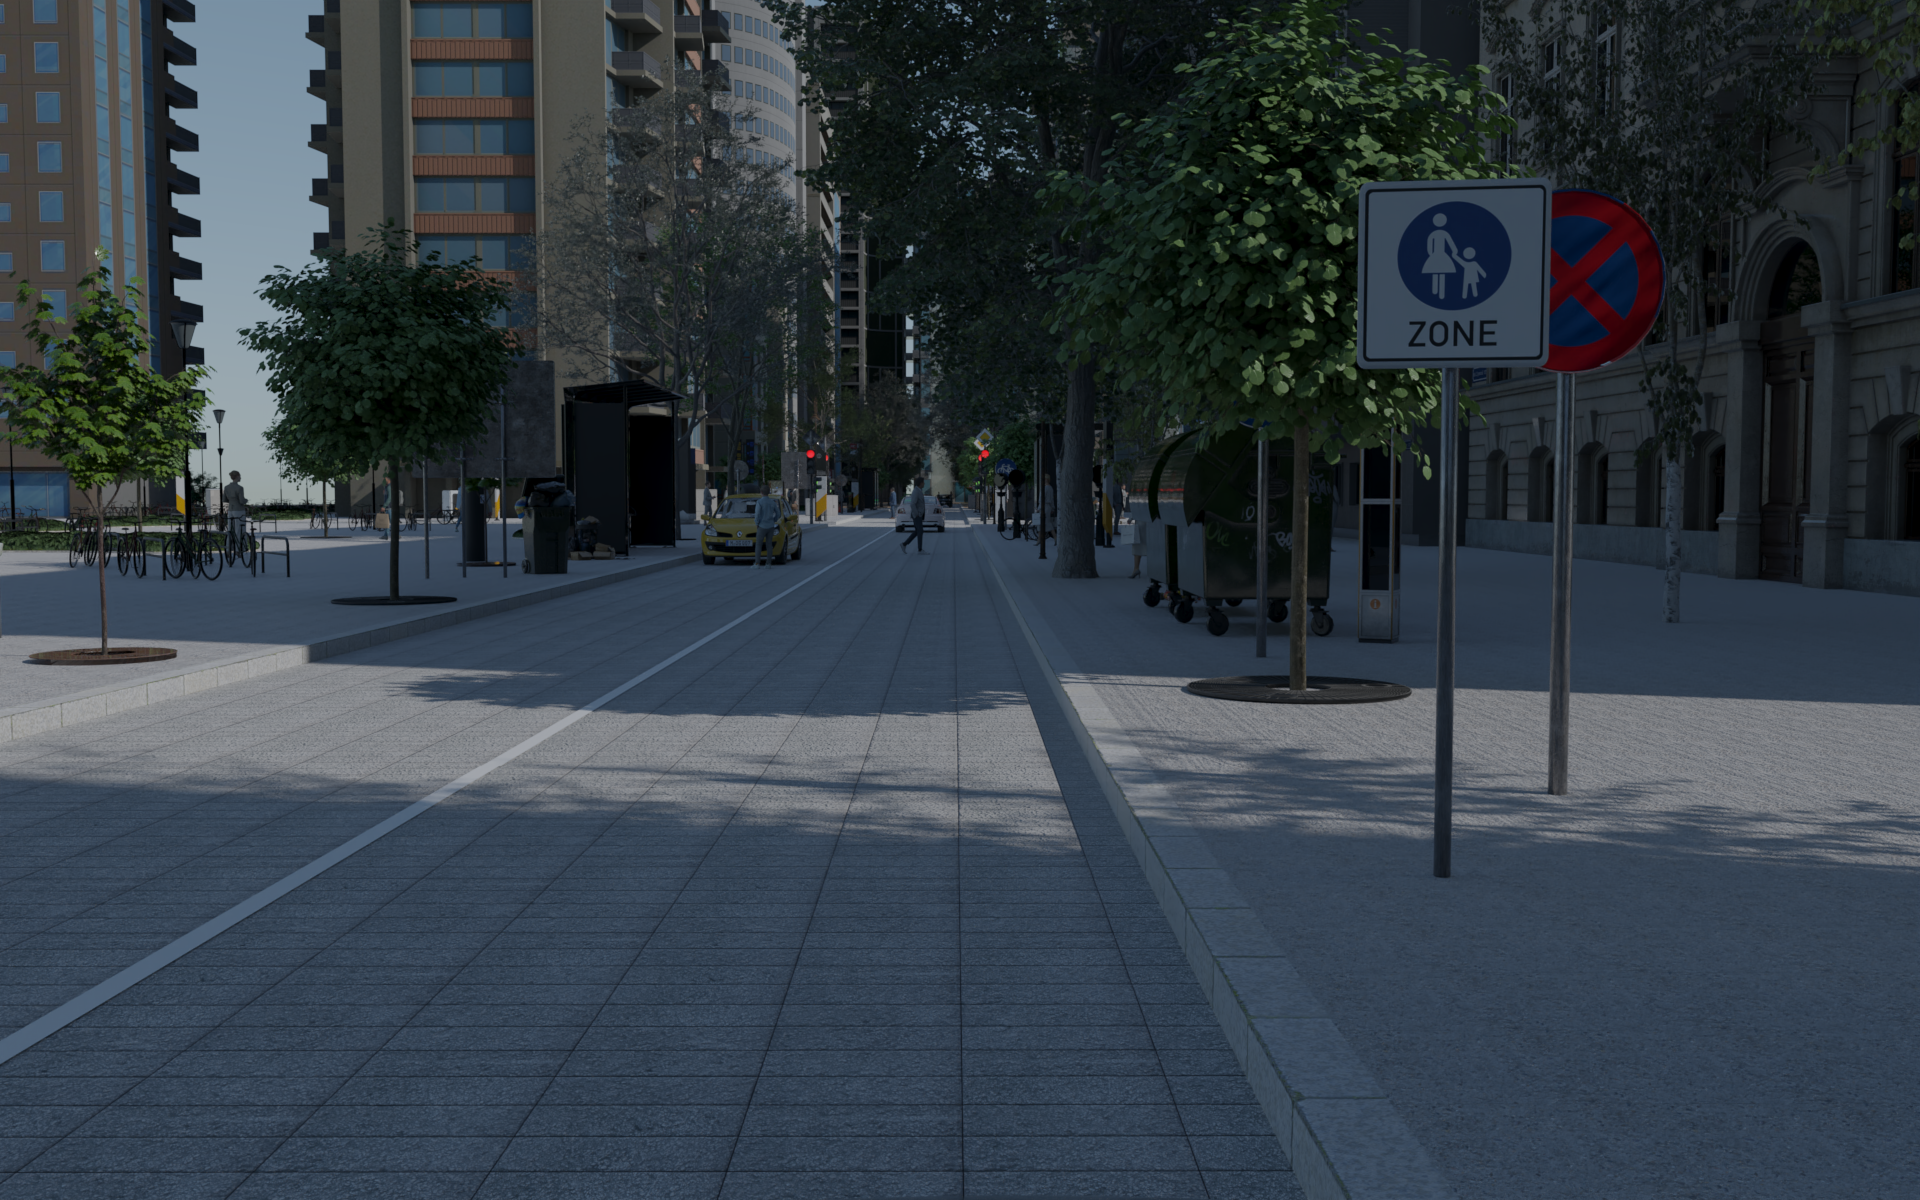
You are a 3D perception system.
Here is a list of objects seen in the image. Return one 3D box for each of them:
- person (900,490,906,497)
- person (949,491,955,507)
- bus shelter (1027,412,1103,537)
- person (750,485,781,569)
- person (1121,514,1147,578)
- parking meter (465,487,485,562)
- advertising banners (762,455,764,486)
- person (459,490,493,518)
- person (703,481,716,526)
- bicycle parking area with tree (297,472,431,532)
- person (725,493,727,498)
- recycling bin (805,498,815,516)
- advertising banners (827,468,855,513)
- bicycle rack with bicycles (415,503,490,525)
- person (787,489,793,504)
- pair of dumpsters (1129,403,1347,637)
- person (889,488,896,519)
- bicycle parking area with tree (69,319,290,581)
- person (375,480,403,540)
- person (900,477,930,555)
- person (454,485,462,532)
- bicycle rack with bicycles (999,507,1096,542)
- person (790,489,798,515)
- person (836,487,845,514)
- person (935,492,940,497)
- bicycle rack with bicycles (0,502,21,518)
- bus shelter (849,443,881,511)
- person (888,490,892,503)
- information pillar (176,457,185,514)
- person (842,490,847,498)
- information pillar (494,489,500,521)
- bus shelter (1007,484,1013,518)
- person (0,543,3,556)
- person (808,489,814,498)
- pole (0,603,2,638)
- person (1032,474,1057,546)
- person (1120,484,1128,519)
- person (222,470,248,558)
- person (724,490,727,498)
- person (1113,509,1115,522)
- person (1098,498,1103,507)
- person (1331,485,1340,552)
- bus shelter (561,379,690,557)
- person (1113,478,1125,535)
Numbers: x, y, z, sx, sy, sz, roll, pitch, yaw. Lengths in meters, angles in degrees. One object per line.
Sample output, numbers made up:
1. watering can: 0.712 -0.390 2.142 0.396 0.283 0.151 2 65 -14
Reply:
1. person: -7.660 -13.955 234.201 1.348 1.824 0.705 -1 4 -12
2. person: -1.011 -10.942 188.124 1.217 1.735 0.721 2 4 29
3. bus shelter: 3.303 -4.753 55.337 2.179 5.291 8.768 0 3 0
4. person: -3.737 -1.404 33.272 0.589 1.601 0.330 -2 4 -30
5. person: 2.810 -1.205 26.098 0.694 1.780 0.624 -2 4 -23
6. parking meter: -9.227 -1.499 32.922 0.372 1.533 0.369 0 3 0
7. advertising banners: -8.033 -4.568 70.869 0.090 3.025 2.074 0 4 -7
8. person: -11.341 -2.099 40.639 0.678 1.792 0.850 -3 4 -37
9. person: -10.138 -3.910 70.173 0.583 1.804 0.606 0 4 -6
10. bicycle parking area with tree: -22.951 -4.474 60.159 8.231 4.147 9.016 -2 4 -24
11. person: -10.453 -4.280 78.962 0.515 1.767 0.782 2 4 23
12. recycling bin: -8.619 -5.415 101.083 0.722 1.027 0.722 0 4 4
13. advertising banners: -8.235 -7.483 118.539 2.074 3.025 0.090 -1 4 -11
14. bicycle rack with bicycles: -21.296 -3.673 73.438 2.925 0.926 2.852 0 4 8
15. person: -14.197 -8.526 145.536 0.679 1.850 0.850 -1 4 -16
16. pair of dumpsters: 2.724 -0.922 17.573 1.574 2.255 4.437 0 4 0
17. person: -3.857 -5.541 99.282 0.419 1.800 0.721 0 4 -4
18. bicycle parking area with tree: -14.881 -2.448 27.028 8.231 4.147 9.016 -1 4 -20
19. person: -15.498 -2.504 46.975 0.713 1.824 0.794 0 4 1
20. person: -1.083 -2.008 41.171 0.795 1.843 0.661 1 4 12
21. person: -16.799 -3.189 58.456 0.793 1.790 0.793 1 4 18
22. bicycle rack with bicycles: 2.549 -2.106 47.809 2.925 0.926 2.852 0 4 2
23. person: -9.844 -5.951 103.299 0.822 1.834 0.622 -3 5 -44
24. person: -7.925 -6.559 113.685 0.661 1.777 0.834 -3 4 -36
25. person: -2.877 -13.598 231.544 1.217 1.736 0.721 2 4 30
26. bicycle rack with bicycles: -46.211 -4.207 82.168 2.852 0.926 2.925 1 4 21
27. bus shelter: -7.570 -9.798 137.837 2.179 5.291 8.768 0 3 0
28. person: -7.252 -10.637 180.680 0.721 1.736 1.217 -2 4 -27
29. information pillar: -36.696 -5.525 81.680 0.504 3.616 0.183 -2 4 -25
30. person: -12.322 -10.683 181.431 0.721 1.735 1.217 3 5 41
31. information pillar: -22.341 -5.639 83.549 0.183 3.616 0.504 0 4 1
32. bus shelter: 2.844 -6.413 96.130 1.731 3.624 6.357 0 3 0
33. person: -19.769 -1.738 35.218 0.760 1.731 0.466 1 4 12
34. person: -12.256 -8.284 142.030 0.519 1.759 0.362 -1 4 -14
35. pole: -8.624 -1.310 15.258 0.158 3.312 0.155 0 3 0
36. person: 2.141 -2.229 42.833 0.624 1.780 0.694 3 5 41
37. person: 8.381 -5.057 88.898 0.466 1.800 0.511 2 4 27
38. person: -14.484 -1.720 34.719 0.519 1.759 0.362 1 4 19
39. person: -12.402 -5.231 91.849 0.573 1.790 0.520 2 4 25
40. person: 6.852 -4.163 76.834 0.678 1.792 0.850 -1 4 -21
41. person: 9.613 -6.760 119.160 0.523 1.515 0.503 -1 4 -22
42. person: 8.292 -1.980 38.682 0.520 1.790 0.573 3 4 38
43. bus shelter: -7.318 -2.886 38.472 1.731 3.624 6.357 0 4 0
44. person: 4.973 -2.968 54.674 0.391 1.810 0.635 2 4 24
